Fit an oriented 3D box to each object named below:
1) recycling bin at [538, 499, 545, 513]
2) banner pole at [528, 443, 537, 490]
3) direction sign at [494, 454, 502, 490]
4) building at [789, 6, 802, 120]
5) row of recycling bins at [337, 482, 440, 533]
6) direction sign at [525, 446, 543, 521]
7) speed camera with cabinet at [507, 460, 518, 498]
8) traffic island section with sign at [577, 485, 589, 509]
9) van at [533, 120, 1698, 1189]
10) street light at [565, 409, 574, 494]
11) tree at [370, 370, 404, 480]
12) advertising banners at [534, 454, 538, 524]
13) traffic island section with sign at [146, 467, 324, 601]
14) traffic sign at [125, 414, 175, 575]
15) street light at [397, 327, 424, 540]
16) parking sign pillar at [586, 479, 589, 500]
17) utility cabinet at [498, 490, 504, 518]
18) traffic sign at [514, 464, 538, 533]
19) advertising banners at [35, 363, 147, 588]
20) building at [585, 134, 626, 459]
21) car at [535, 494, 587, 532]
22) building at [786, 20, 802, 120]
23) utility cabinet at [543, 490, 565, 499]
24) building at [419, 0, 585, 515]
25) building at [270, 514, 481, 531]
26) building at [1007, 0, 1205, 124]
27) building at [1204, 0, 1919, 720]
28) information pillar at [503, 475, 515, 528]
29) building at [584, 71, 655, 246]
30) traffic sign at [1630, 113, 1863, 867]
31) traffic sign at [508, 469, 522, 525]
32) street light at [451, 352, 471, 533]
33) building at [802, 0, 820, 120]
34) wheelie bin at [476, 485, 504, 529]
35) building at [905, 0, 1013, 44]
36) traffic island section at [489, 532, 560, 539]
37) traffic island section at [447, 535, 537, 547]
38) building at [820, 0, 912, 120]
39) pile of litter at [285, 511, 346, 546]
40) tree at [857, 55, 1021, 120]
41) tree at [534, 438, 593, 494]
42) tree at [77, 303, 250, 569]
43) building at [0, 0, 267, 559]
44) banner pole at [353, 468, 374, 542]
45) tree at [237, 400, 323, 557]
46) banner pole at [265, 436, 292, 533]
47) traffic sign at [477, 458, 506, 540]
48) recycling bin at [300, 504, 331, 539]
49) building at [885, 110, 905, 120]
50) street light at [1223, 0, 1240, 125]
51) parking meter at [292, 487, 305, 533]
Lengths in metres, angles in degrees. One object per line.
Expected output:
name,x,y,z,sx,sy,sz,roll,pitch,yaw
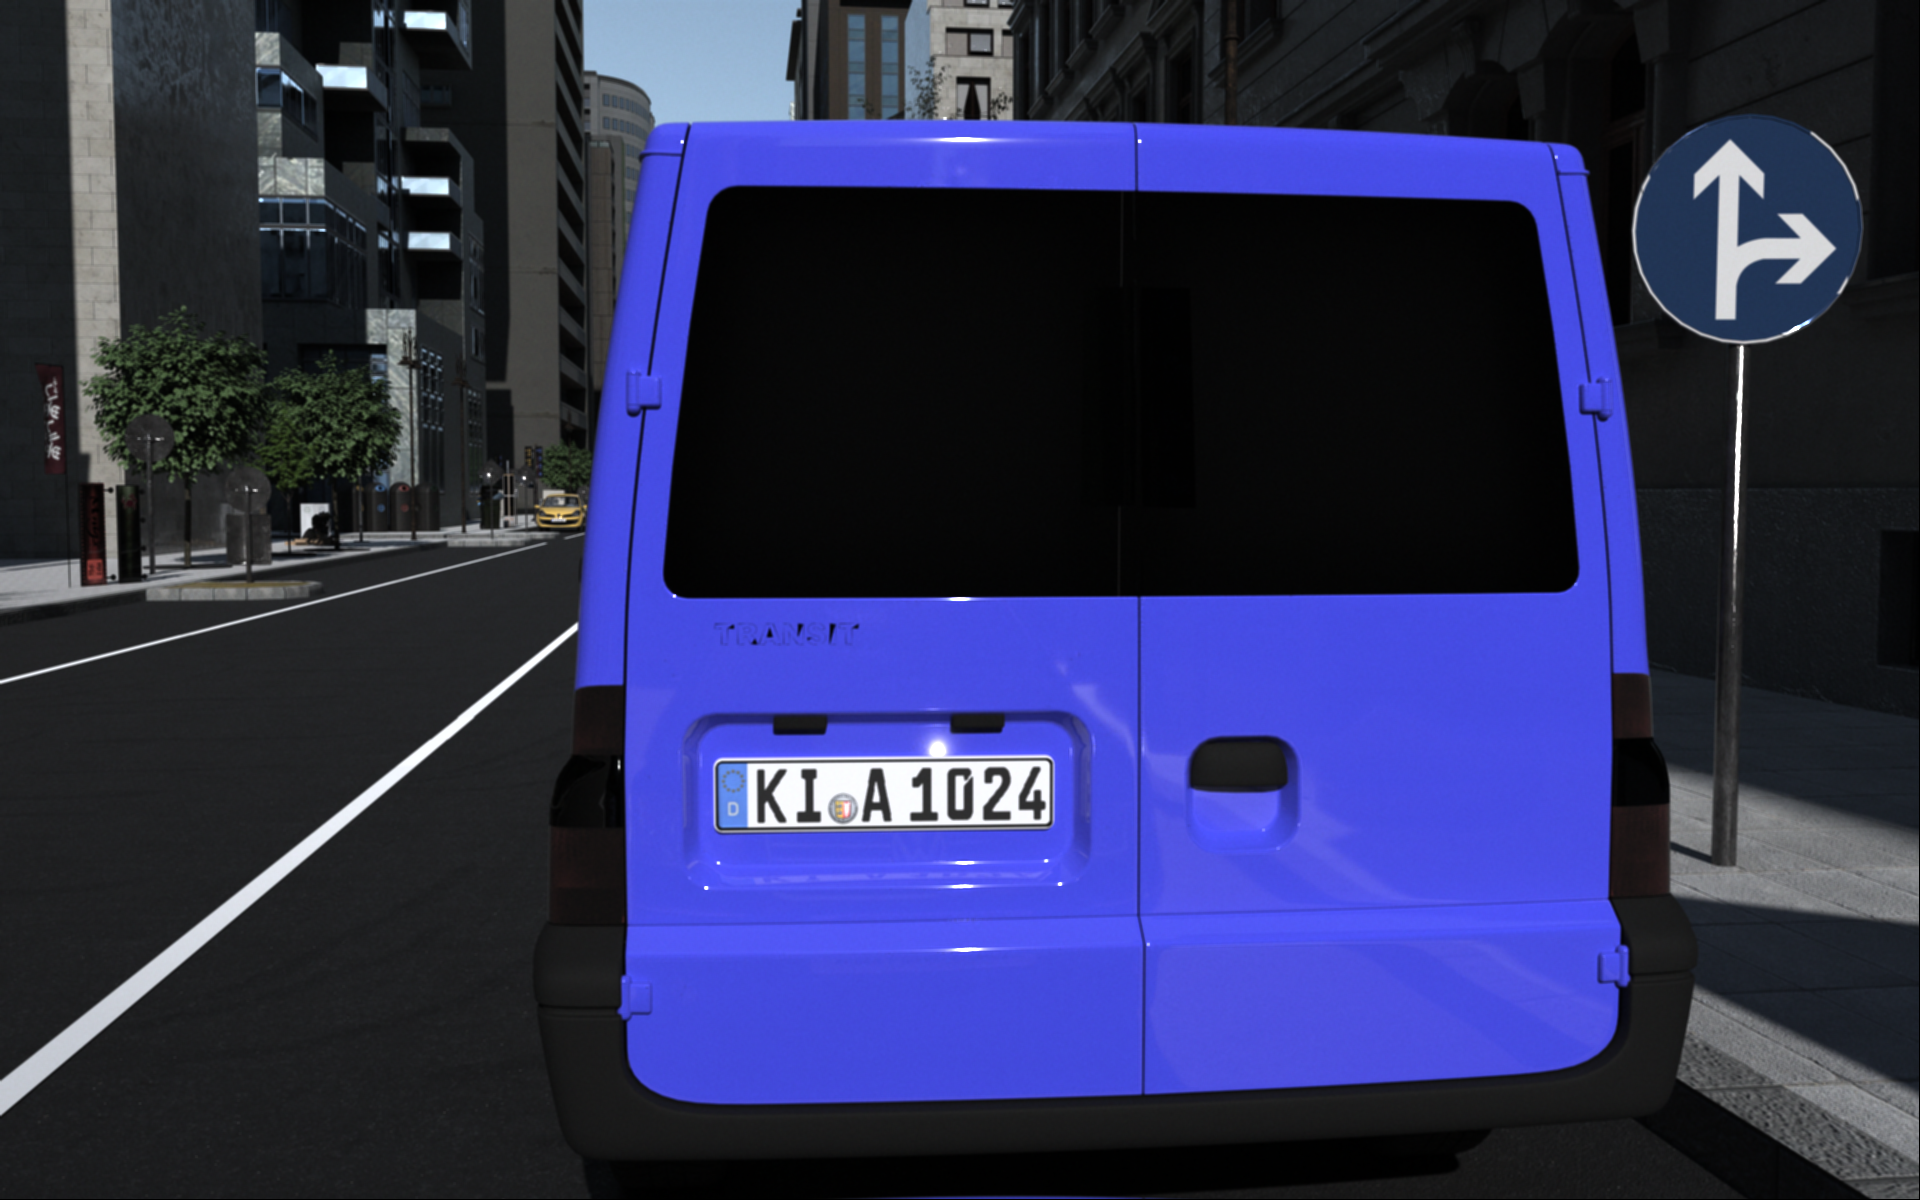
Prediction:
recycling bin,-20.714,-4.556,87.047,0.722,1.027,0.722,3,5,40
banner pole,-21.103,-5.849,85.644,0.863,3.779,0.401,2,4,35
direction sign,-26.199,-6.506,98.364,0.379,3.537,0.876,-3,5,-41
building,-18.003,-58.885,275.438,22.319,86.520,31.000,0,4,-7
row of recycling bins,-19.349,-3.148,58.577,3.534,1.692,1.069,-3,5,-44
direction sign,-20.227,-5.520,82.248,0.876,3.537,0.379,1,4,11
speed camera with cabinet,-26.707,-6.542,101.305,0.660,3.252,2.038,1,4,23
traffic island section with sign,-17.008,-4.276,78.547,1.989,1.847,2.006,0,4,-7
van,0.007,-0.057,5.316,2.240,2.365,5.245,0,4,-6
street light,-21.078,-7.389,93.606,0.468,5.910,1.993,0,4,-7
tree,-14.172,-3.399,39.290,4.285,4.588,4.351,0,3,0
advertising banners,-17.919,-4.716,73.287,0.090,3.025,2.074,-1,4,-16
traffic island section with sign,-10.099,-0.961,24.335,1.989,1.847,2.006,0,4,-7
traffic sign,-12.875,-1.678,27.540,0.768,2.556,0.104,0,4,-5
street light,-15.196,-4.601,48.015,0.468,5.910,1.993,0,4,-7
parking sign pillar,-25.553,-8.086,120.684,1.447,3.967,1.447,0,4,-5
utility cabinet,-24.865,-5.126,92.496,1.173,1.500,0.318,2,4,31
traffic sign,-14.200,-3.245,56.702,0.795,2.450,0.064,0,4,-7
advertising banners,-12.107,-1.711,24.166,0.090,3.025,2.074,1,4,12
building,-44.360,-31.044,191.160,14.154,41.232,14.086,0,4,-7
car,-15.264,-3.448,66.590,2.015,1.641,3.980,0,4,-8
building,-4.411,-36.902,192.584,28.713,52.752,27.495,0,4,-7
utility cabinet,-22.345,-5.304,95.402,1.173,1.500,0.318,0,4,0
building,-36.766,-30.078,115.482,21.300,48.544,21.600,0,4,-7
building,-32.009,-46.452,72.156,22.319,86.520,31.000,0,4,-7
building,7.663,-12.294,37.159,11.583,22.565,21.152,0,4,-7
building,11.000,-13.898,14.617,14.401,28.519,23.554,0,4,-7
information pillar,-16.989,-3.716,65.241,0.304,2.012,0.304,2,4,31
building,-53.760,-42.819,242.083,21.231,58.520,28.212,0,4,-7
traffic sign,2.646,-0.356,5.921,0.768,2.556,0.104,0,4,2
traffic sign,-18.098,-4.189,70.620,0.606,2.300,0.079,0,4,-2
street light,-16.264,-5.127,56.612,0.468,5.910,1.993,0,4,-7
building,-4.363,-38.034,163.852,21.231,58.520,28.212,0,4,-7
wheelie bin,-17.072,-3.374,63.065,0.980,1.594,0.693,-2,4,-31
building,6.768,-12.947,66.439,16.860,20.320,10.420,0,4,-7
traffic island section,-14.222,-2.109,56.760,2.009,0.180,2.903,0,4,-7
traffic island section,-13.212,-1.624,48.839,2.009,0.180,2.903,0,4,-7
building,-4.239,-30.142,142.934,14.600,45.320,14.200,0,4,-7
pile of litter,-16.185,-1.805,43.471,1.719,0.858,1.176,3,4,37
tree,-0.039,-4.838,29.469,4.360,8.622,3.978,0,3,0
tree,-23.390,-7.419,105.012,4.285,4.588,4.351,0,3,0
tree,-13.486,-2.830,29.981,4.285,4.588,4.351,0,3,0
building,-25.638,-11.212,38.074,16.860,20.320,10.420,0,4,-7
banner pole,-15.963,-3.451,46.437,0.401,3.779,0.863,1,4,13
tree,-14.033,-2.519,35.794,1.663,3.219,1.824,0,3,0
banner pole,-22.421,-4.087,56.840,0.863,3.779,0.401,-1,4,-18
traffic sign,-13.190,-2.761,48.780,0.795,2.450,0.064,0,4,-7
recycling bin,-17.139,-2.050,46.077,0.722,1.027,0.722,-1,4,-17
building,-1.109,-16.669,101.415,11.050,23.489,19.941,0,4,-7
street light,1.662,-2.317,10.676,0.468,5.910,1.993,0,4,-7
parking meter,-21.662,-3.120,56.730,0.255,1.863,0.399,1,4,22
